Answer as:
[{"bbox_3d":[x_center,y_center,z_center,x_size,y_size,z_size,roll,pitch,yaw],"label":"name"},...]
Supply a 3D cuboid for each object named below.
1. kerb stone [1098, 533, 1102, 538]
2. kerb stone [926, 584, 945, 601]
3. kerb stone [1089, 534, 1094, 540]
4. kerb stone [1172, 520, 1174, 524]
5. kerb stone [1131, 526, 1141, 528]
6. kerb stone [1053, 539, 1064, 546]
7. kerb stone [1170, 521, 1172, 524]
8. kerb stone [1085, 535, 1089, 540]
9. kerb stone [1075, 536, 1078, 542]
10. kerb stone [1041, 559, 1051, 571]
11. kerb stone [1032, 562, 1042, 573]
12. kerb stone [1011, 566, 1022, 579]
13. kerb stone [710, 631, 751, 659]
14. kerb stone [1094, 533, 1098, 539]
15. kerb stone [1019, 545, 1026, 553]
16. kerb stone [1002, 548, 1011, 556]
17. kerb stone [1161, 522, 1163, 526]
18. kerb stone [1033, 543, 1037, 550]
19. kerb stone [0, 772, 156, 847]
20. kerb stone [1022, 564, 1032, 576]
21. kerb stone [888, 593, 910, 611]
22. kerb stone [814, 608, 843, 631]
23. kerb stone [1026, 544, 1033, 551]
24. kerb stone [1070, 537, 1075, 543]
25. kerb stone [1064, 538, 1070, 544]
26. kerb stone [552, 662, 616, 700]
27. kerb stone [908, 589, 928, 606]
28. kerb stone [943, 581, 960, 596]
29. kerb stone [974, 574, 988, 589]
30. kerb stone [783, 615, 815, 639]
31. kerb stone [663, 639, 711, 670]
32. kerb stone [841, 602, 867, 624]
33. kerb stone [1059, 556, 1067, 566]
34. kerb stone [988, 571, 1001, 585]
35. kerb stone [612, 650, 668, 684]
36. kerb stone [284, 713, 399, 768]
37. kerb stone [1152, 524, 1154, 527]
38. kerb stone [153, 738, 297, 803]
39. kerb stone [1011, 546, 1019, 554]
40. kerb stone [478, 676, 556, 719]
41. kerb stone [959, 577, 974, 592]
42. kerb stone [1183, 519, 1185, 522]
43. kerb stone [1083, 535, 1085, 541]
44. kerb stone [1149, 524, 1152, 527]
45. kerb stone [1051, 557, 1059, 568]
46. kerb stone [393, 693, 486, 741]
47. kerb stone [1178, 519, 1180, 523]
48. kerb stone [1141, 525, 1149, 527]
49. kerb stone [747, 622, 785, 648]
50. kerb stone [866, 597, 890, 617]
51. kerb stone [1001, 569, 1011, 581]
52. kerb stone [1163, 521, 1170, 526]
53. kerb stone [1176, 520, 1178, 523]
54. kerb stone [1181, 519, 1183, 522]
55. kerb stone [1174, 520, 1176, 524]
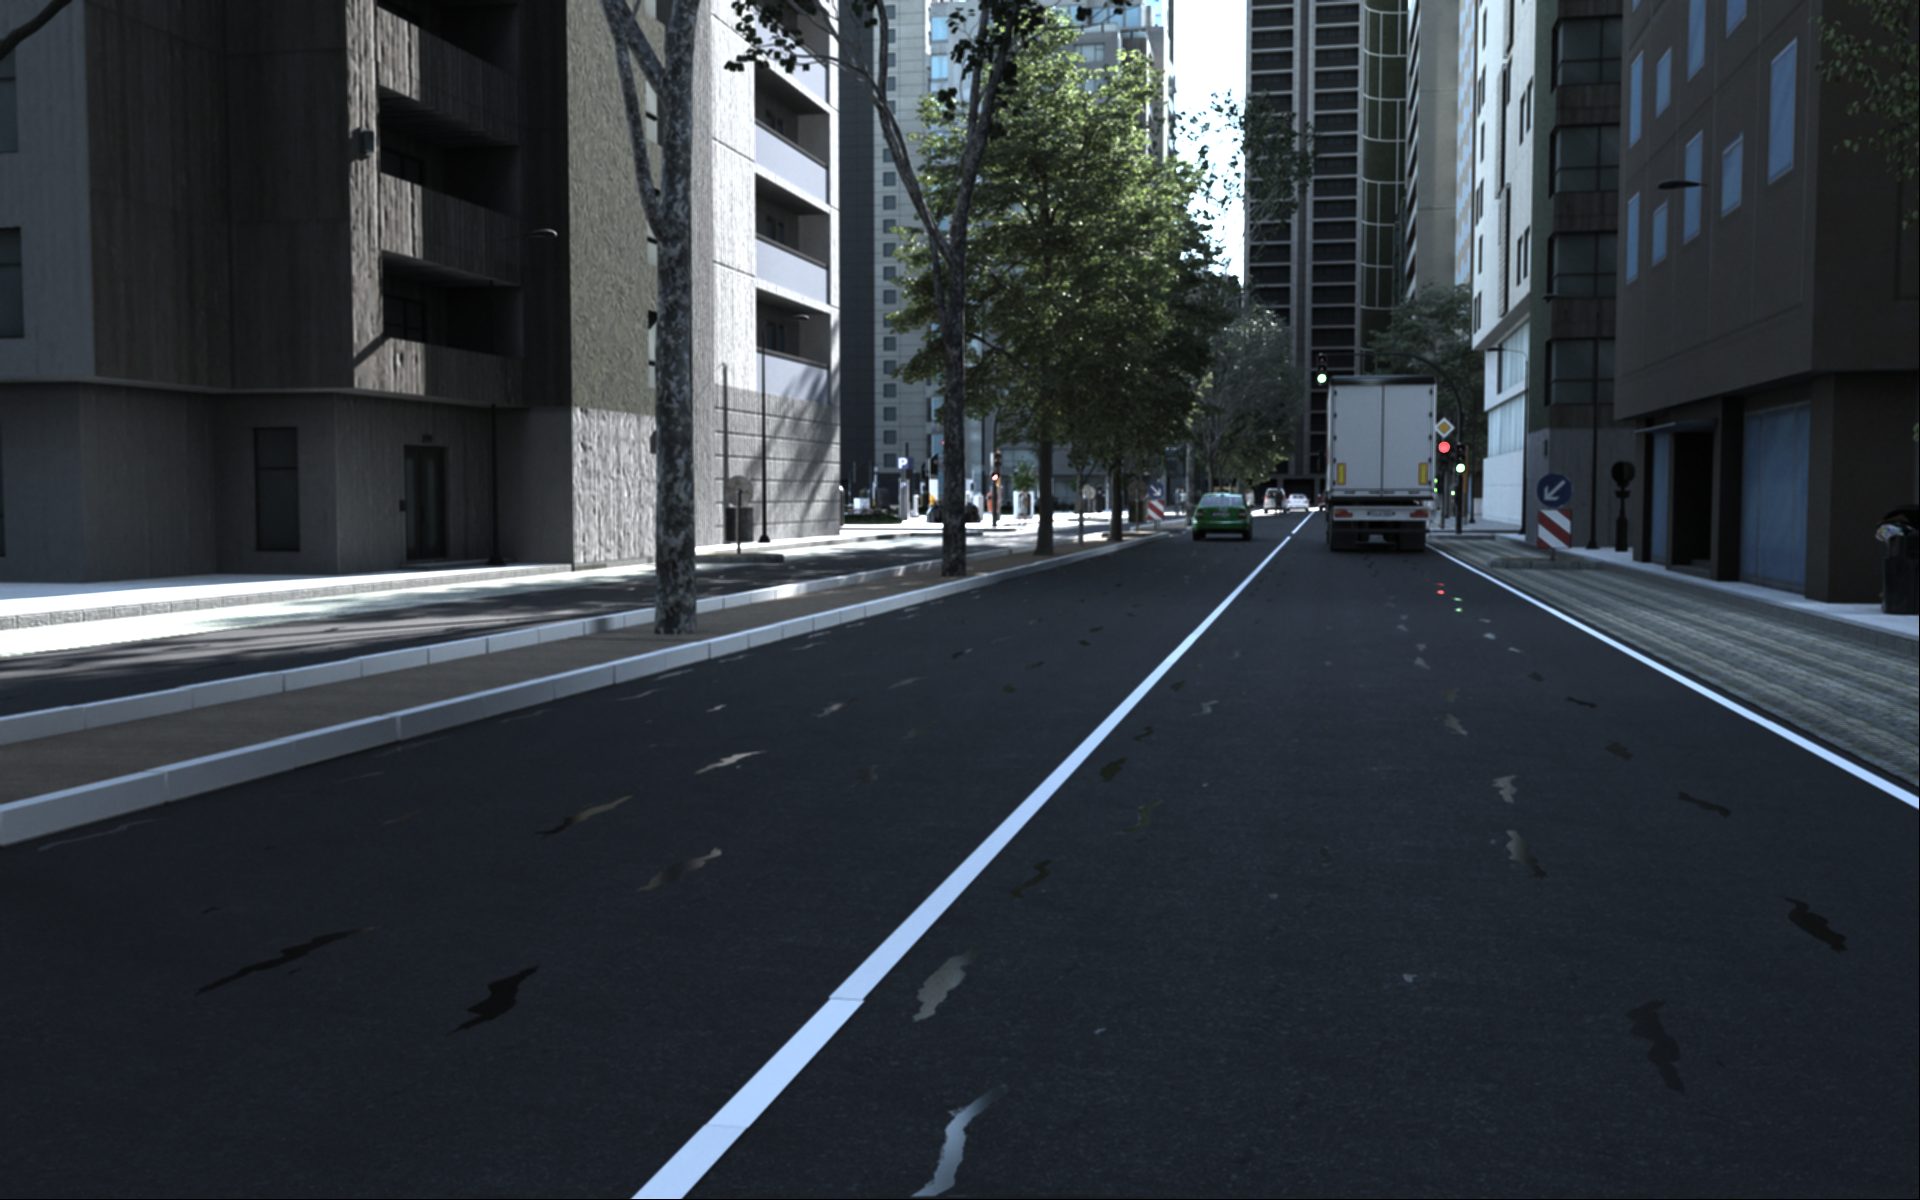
[{"bbox_3d":[4.407,-2.074,56.109,0.120,0.150,1.000,1,4,12],"label":"kerb stone"},{"bbox_3d":[-0.411,-0.080,23.549,0.120,0.150,1.000,1,4,12],"label":"kerb stone"},{"bbox_3d":[3.972,-1.951,54.102,0.120,0.150,1.000,1,4,12],"label":"kerb stone"},{"bbox_3d":[9.870,-3.639,81.692,0.120,0.150,1.000,1,4,12],"label":"kerb stone"},{"bbox_3d":[6.870,-2.780,67.646,0.120,0.150,1.000,1,4,12],"label":"kerb stone"},{"bbox_3d":[2.687,-1.583,48.073,0.120,0.150,1.000,1,4,12],"label":"kerb stone"},{"bbox_3d":[9.658,-3.577,80.683,0.120,0.150,1.000,1,4,12],"label":"kerb stone"},{"bbox_3d":[3.761,-1.890,53.094,0.120,0.150,1.000,1,4,12],"label":"kerb stone"},{"bbox_3d":[3.333,-1.765,51.083,0.120,0.150,1.000,1,4,12],"label":"kerb stone"},{"bbox_3d":[1.520,-0.635,32.595,0.120,0.150,1.000,1,4,12],"label":"kerb stone"},{"bbox_3d":[1.304,-0.564,31.590,0.120,0.150,1.000,1,4,12],"label":"kerb stone"},{"bbox_3d":[0.871,-0.447,29.583,0.120,0.150,1.000,1,4,12],"label":"kerb stone"},{"bbox_3d":[-2.121,0.412,15.530,0.120,0.150,1.000,1,4,12],"label":"kerb stone"},{"bbox_3d":[4.188,-2.013,55.101,0.120,0.150,1.000,1,4,12],"label":"kerb stone"},{"bbox_3d":[1.399,-1.215,42.058,0.120,0.150,1.000,1,4,12],"label":"kerb stone"},{"bbox_3d":[0.969,-1.092,40.049,0.120,0.150,1.000,1,4,12],"label":"kerb stone"},{"bbox_3d":[8.788,-3.332,76.674,0.120,0.150,1.000,1,4,12],"label":"kerb stone"},{"bbox_3d":[1.828,-1.337,44.066,0.120,0.150,1.000,1,4,12],"label":"kerb stone"},{"bbox_3d":[-3.836,0.902,7.523,0.120,0.150,1.000,1,4,12],"label":"kerb stone"},{"bbox_3d":[1.090,-0.512,30.587,0.120,0.150,1.000,1,4,12],"label":"kerb stone"},{"bbox_3d":[-0.836,0.041,21.549,0.120,0.150,1.000,1,4,12],"label":"kerb stone"},{"bbox_3d":[-1.477,0.223,18.547,0.120,0.150,1.000,1,4,12],"label":"kerb stone"},{"bbox_3d":[1.614,-1.276,43.059,0.120,0.150,1.000,1,4,12],"label":"kerb stone"},{"bbox_3d":[3.114,-1.703,50.085,0.120,0.150,1.000,1,4,12],"label":"kerb stone"},{"bbox_3d":[2.904,-1.644,49.074,0.120,0.150,1.000,1,4,12],"label":"kerb stone"},{"bbox_3d":[-2.768,0.593,12.532,0.120,0.150,1.000,1,4,12],"label":"kerb stone"},{"bbox_3d":[-0.625,-0.022,22.550,0.120,0.150,1.000,1,4,12],"label":"kerb stone"},{"bbox_3d":[-0.202,-0.144,24.553,0.120,0.150,1.000,1,4,12],"label":"kerb stone"},{"bbox_3d":[0.229,-0.267,26.564,0.120,0.150,1.000,1,4,12],"label":"kerb stone"},{"bbox_3d":[-1.695,0.284,17.544,0.120,0.150,1.000,1,4,12],"label":"kerb stone"},{"bbox_3d":[-2.340,0.469,14.530,0.120,0.150,1.000,1,4,12],"label":"kerb stone"},{"bbox_3d":[-1.264,0.162,19.547,0.120,0.150,1.000,1,4,12],"label":"kerb stone"},{"bbox_3d":[1.955,-0.757,34.595,0.120,0.150,1.000,1,4,12],"label":"kerb stone"},{"bbox_3d":[0.452,-0.329,27.570,0.120,0.150,1.000,1,4,12],"label":"kerb stone"},{"bbox_3d":[-2.548,0.530,13.530,0.120,0.150,1.000,1,4,12],"label":"kerb stone"},{"bbox_3d":[-3.417,0.775,9.523,0.120,0.150,1.000,1,4,12],"label":"kerb stone"},{"bbox_3d":[7.942,-3.087,72.663,0.120,0.150,1.000,1,4,12],"label":"kerb stone"},{"bbox_3d":[-3.622,0.837,8.522,0.120,0.150,1.000,1,4,12],"label":"kerb stone"},{"bbox_3d":[1.188,-1.150,41.054,0.120,0.150,1.000,1,4,12],"label":"kerb stone"},{"bbox_3d":[-2.980,0.652,11.528,0.120,0.150,1.000,1,4,12],"label":"kerb stone"},{"bbox_3d":[0.016,-0.205,25.552,0.120,0.150,1.000,1,4,12],"label":"kerb stone"},{"bbox_3d":[11.168,-4.001,87.703,0.120,0.150,1.000,1,4,12],"label":"kerb stone"},{"bbox_3d":[3.547,-1.828,52.088,0.120,0.150,1.000,1,4,12],"label":"kerb stone"},{"bbox_3d":[7.727,-3.025,71.655,0.120,0.150,1.000,1,4,12],"label":"kerb stone"},{"bbox_3d":[1.736,-0.696,33.595,0.120,0.150,1.000,1,4,12],"label":"kerb stone"},{"bbox_3d":[-3.191,0.714,10.528,0.120,0.150,1.000,1,4,12],"label":"kerb stone"},{"bbox_3d":[10.516,-3.823,84.694,0.120,0.150,1.000,1,4,12],"label":"kerb stone"},{"bbox_3d":[7.515,-2.964,70.655,0.120,0.150,1.000,1,4,12],"label":"kerb stone"},{"bbox_3d":[-1.909,0.350,16.545,0.120,0.150,1.000,1,4,12],"label":"kerb stone"},{"bbox_3d":[-1.046,0.101,20.549,0.120,0.150,1.000,1,4,12],"label":"kerb stone"},{"bbox_3d":[0.655,-0.391,28.584,0.120,0.150,1.000,1,4,12],"label":"kerb stone"},{"bbox_3d":[9.446,-3.516,79.678,0.120,0.150,1.000,1,4,12],"label":"kerb stone"},{"bbox_3d":[10.302,-3.761,83.691,0.120,0.150,1.000,1,4,12],"label":"kerb stone"},{"bbox_3d":[10.944,-3.945,86.698,0.120,0.150,1.000,1,4,12],"label":"kerb stone"},{"bbox_3d":[10.093,-3.700,82.690,0.120,0.150,1.000,1,4,12],"label":"kerb stone"}]
